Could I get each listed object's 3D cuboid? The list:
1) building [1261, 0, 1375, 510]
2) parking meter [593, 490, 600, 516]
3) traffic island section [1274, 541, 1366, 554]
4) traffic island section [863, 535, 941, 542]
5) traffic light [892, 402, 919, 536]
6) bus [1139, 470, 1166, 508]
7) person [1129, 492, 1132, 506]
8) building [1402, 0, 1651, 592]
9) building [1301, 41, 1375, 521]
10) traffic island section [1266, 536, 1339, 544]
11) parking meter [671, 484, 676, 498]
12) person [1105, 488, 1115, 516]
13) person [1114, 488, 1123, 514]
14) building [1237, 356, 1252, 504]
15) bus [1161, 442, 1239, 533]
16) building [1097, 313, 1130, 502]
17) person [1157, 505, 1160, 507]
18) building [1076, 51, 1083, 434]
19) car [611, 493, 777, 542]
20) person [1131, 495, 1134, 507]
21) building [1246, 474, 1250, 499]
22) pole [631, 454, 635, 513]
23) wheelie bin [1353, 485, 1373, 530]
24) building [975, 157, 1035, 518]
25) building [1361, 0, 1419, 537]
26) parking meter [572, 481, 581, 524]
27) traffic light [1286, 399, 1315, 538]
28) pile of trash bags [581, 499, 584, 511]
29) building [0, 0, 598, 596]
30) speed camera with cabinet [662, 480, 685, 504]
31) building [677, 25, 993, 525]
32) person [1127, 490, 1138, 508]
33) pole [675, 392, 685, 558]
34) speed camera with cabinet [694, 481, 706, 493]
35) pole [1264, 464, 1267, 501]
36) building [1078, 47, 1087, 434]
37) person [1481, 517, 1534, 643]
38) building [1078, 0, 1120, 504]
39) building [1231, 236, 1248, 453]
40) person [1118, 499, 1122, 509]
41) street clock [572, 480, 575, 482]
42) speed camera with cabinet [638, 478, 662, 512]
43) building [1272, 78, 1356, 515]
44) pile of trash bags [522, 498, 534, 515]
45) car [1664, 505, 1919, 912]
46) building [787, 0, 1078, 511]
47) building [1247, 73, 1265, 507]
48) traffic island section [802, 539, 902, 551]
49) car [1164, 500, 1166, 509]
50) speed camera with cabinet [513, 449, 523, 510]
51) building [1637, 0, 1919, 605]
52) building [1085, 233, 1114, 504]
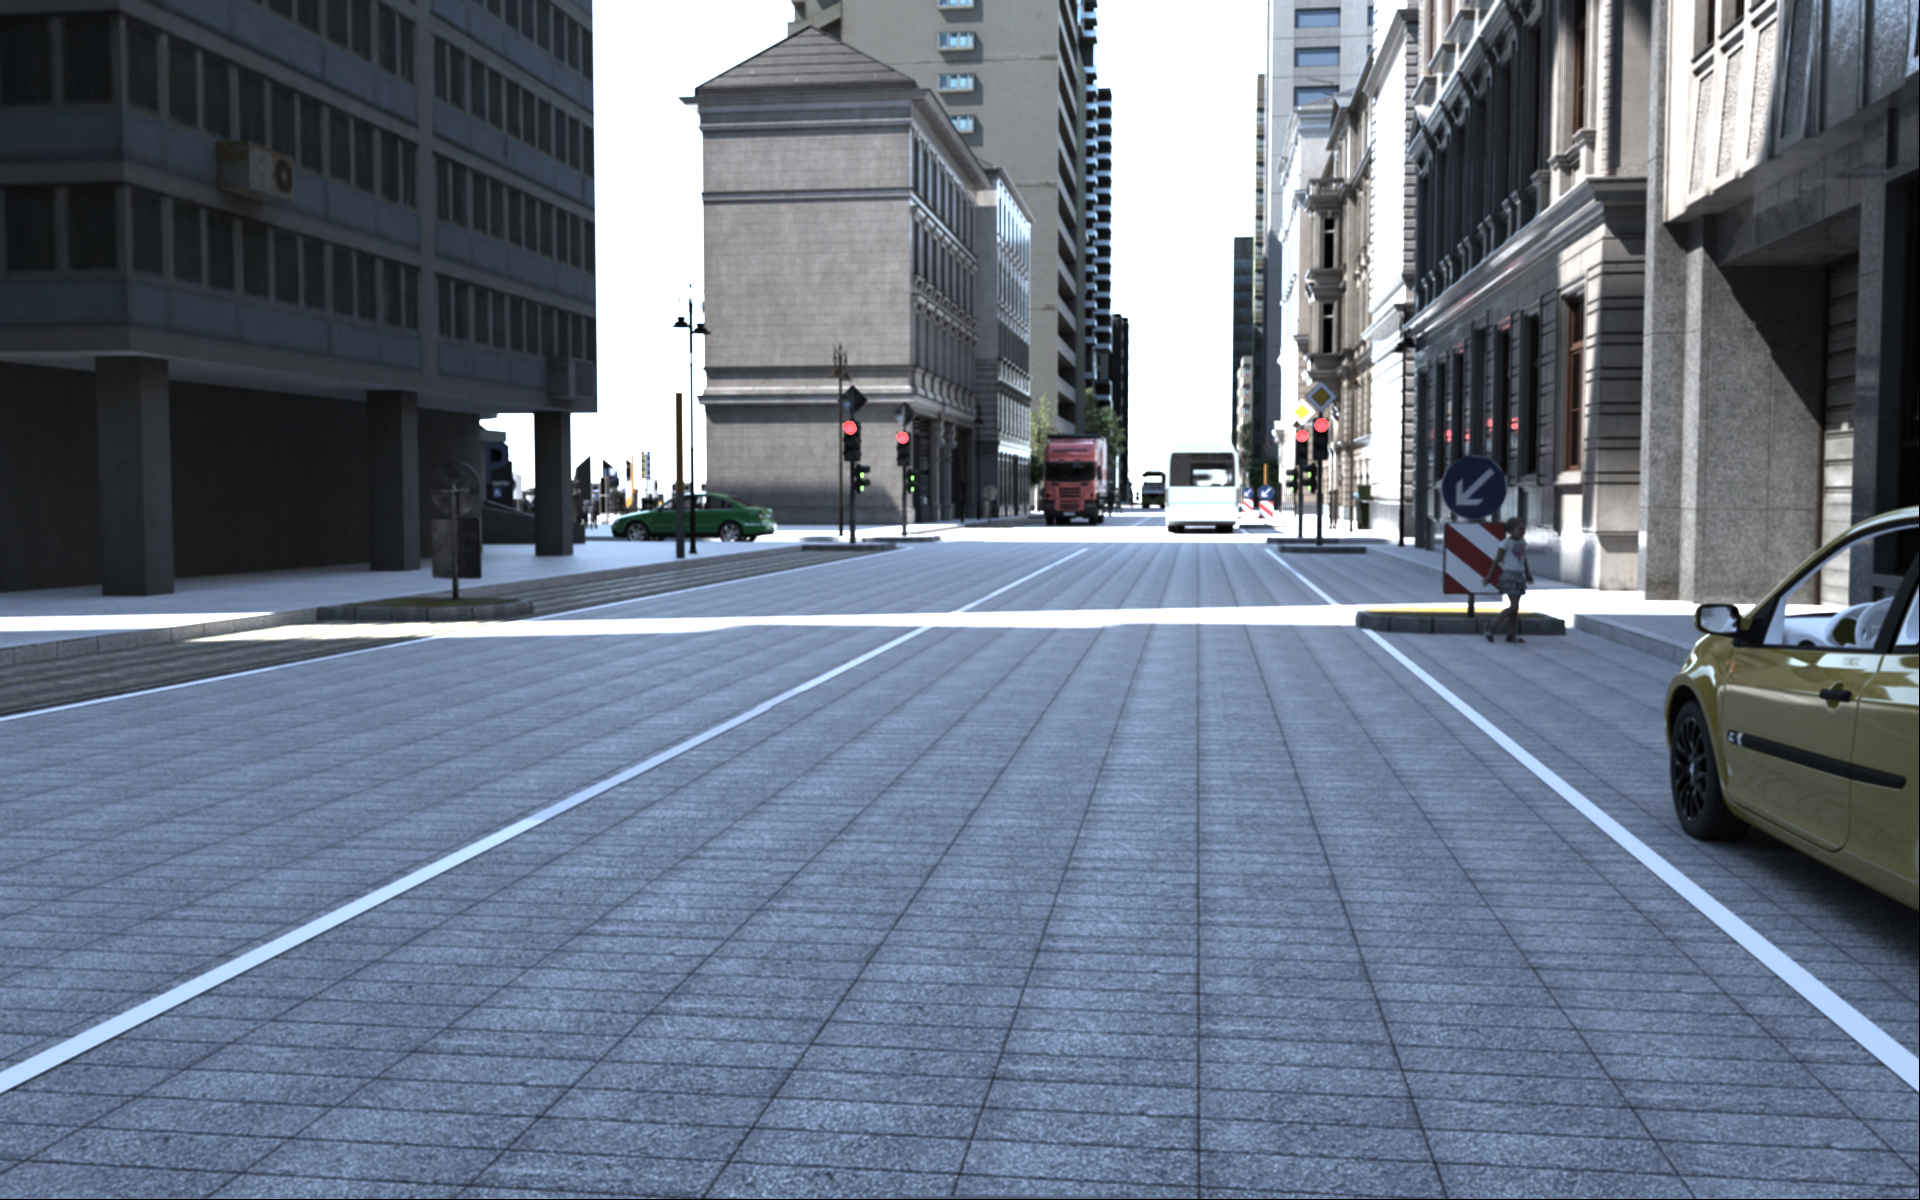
[{"bbox_3d":[36.824,-37.128,149.035,21.231,58.520,28.212,0,4,8],"label":"building"},{"bbox_3d":[-21.474,-5.742,102.286,0.372,1.533,0.369,0,3,0],"label":"parking meter"},{"bbox_3d":[8.983,-1.280,43.214,2.009,0.180,2.903,0,4,8],"label":"traffic island section"},{"bbox_3d":[-1.711,-1.863,52.741,2.009,0.180,2.903,0,4,8],"label":"traffic island section"},{"bbox_3d":[-1.673,-3.895,52.601,0.839,4.253,0.868,0,4,8],"label":"traffic light"},{"bbox_3d":[20.158,-11.496,179.503,2.896,3.916,12.252,0,4,8],"label":"bus"},{"bbox_3d":[20.659,-12.182,208.397,0.721,1.735,1.217,-2,4,-26],"label":"person"},{"bbox_3d":[14.639,-11.921,31.071,11.583,22.565,21.152,0,4,8],"label":"building"},{"bbox_3d":[24.556,-16.349,86.394,14.460,24.649,34.723,0,4,8],"label":"building"},{"bbox_3d":[10.069,-1.764,51.125,2.009,0.180,2.903,0,4,8],"label":"traffic island section"},{"bbox_3d":[-16.250,-5.696,98.840,0.399,1.863,0.255,0,4,-3],"label":"parking meter"},{"bbox_3d":[9.800,-6.394,112.817,0.659,1.850,0.755,1,4,12],"label":"person"},{"bbox_3d":[11.392,-7.154,124.837,0.648,1.900,0.474,2,4,27],"label":"person"},{"bbox_3d":[51.033,-23.510,229.428,27.650,21.520,28.899,0,4,8],"label":"building"},{"bbox_3d":[9.332,-4.454,67.680,2.948,3.499,13.247,0,4,7],"label":"bus"},{"bbox_3d":[19.350,-30.656,272.930,14.160,30.474,14.107,0,4,8],"label":"building"},{"bbox_3d":[22.618,-11.495,197.153,1.217,1.736,0.721,0,4,-8],"label":"person"},{"bbox_3d":[3.513,-28.905,156.185,14.154,41.232,14.086,0,4,8],"label":"building"},{"bbox_3d":[-7.647,-2.495,49.592,4.718,1.807,1.959,1,4,8],"label":"car"},{"bbox_3d":[19.963,-11.649,199.749,0.721,1.735,1.217,0,4,-4],"label":"person"},{"bbox_3d":[41.972,-45.834,187.643,20.563,71.187,20.611,0,4,8],"label":"building"},{"bbox_3d":[-16.737,-5.796,88.600,0.158,3.312,0.155,0,3,0],"label":"pole"},{"bbox_3d":[14.481,-3.303,61.908,0.980,1.594,0.693,0,4,-1],"label":"wheelie bin"},{"bbox_3d":[-1.334,-15.451,101.782,9.793,20.994,18.267,0,4,8],"label":"building"},{"bbox_3d":[22.827,-13.769,54.008,19.941,23.489,11.050,0,4,8],"label":"building"},{"bbox_3d":[-16.554,-4.223,74.752,0.255,1.863,0.399,1,4,19],"label":"parking meter"},{"bbox_3d":[10.031,-3.798,51.017,0.839,4.253,0.868,0,4,8],"label":"traffic light"},{"bbox_3d":[-22.057,-5.339,97.047,1.912,1.369,3.447,-1,4,-17],"label":"pile of trash bags"},{"bbox_3d":[-20.055,-20.755,31.228,23.993,40.220,32.217,0,4,8],"label":"building"},{"bbox_3d":[-19.054,-7.295,113.611,2.038,3.252,0.660,2,4,25],"label":"speed camera with cabinet"},{"bbox_3d":[-6.204,-13.575,72.861,10.553,20.767,40.483,0,4,8],"label":"building"},{"bbox_3d":[17.939,-10.529,180.654,1.348,1.824,0.705,2,4,34],"label":"person"},{"bbox_3d":[-5.630,-2.503,34.771,0.158,3.312,0.155,0,3,0],"label":"pole"},{"bbox_3d":[-17.861,-7.637,119.207,2.038,3.252,0.660,3,5,43],"label":"speed camera with cabinet"},{"bbox_3d":[20.553,-7.506,116.563,0.158,3.312,0.155,0,3,0],"label":"pole"},{"bbox_3d":[4.982,-31.804,170.108,14.600,45.320,14.200,0,4,8],"label":"building"},{"bbox_3d":[5.331,-0.199,16.772,0.505,1.210,0.382,-3,4,-38],"label":"person"},{"bbox_3d":[12.205,-57.276,249.129,22.319,86.520,31.000,0,4,8],"label":"building"},{"bbox_3d":[50.174,-36.157,274.768,14.154,41.232,14.086,0,4,8],"label":"building"},{"bbox_3d":[15.466,-9.566,168.169,0.557,1.426,1.065,3,4,36],"label":"person"},{"bbox_3d":[-23.949,-6.341,108.242,0.471,2.002,0.358,-1,4,-12],"label":"street clock"},{"bbox_3d":[-17.301,-6.226,96.131,0.660,3.252,2.038,0,4,7],"label":"speed camera with cabinet"},{"bbox_3d":[27.980,-20.075,114.136,13.634,28.700,20.117,0,4,8],"label":"building"},{"bbox_3d":[-21.933,-4.722,86.955,1.912,1.369,3.447,1,4,18],"label":"pile of trash bags"},{"bbox_3d":[3.745,0.261,5.949,2.015,1.641,3.980,0,4,6],"label":"car"},{"bbox_3d":[-1.971,-31.501,138.736,21.300,48.544,21.600,0,4,8],"label":"building"},{"bbox_3d":[35.996,-29.810,170.982,14.154,41.232,14.086,0,4,8],"label":"building"},{"bbox_3d":[-2.797,-1.379,44.830,2.009,0.180,2.903,0,4,8],"label":"traffic island section"},{"bbox_3d":[14.739,-6.408,116.770,2.014,1.417,4.499,0,4,7],"label":"car"},{"bbox_3d":[-20.404,-5.029,76.564,2.038,3.252,0.660,1,4,13],"label":"speed camera with cabinet"},{"bbox_3d":[12.866,-11.726,9.741,12.078,24.808,19.932,0,4,8],"label":"building"},{"bbox_3d":[3.516,-32.547,224.029,32.217,40.220,23.993,0,4,8],"label":"building"}]
